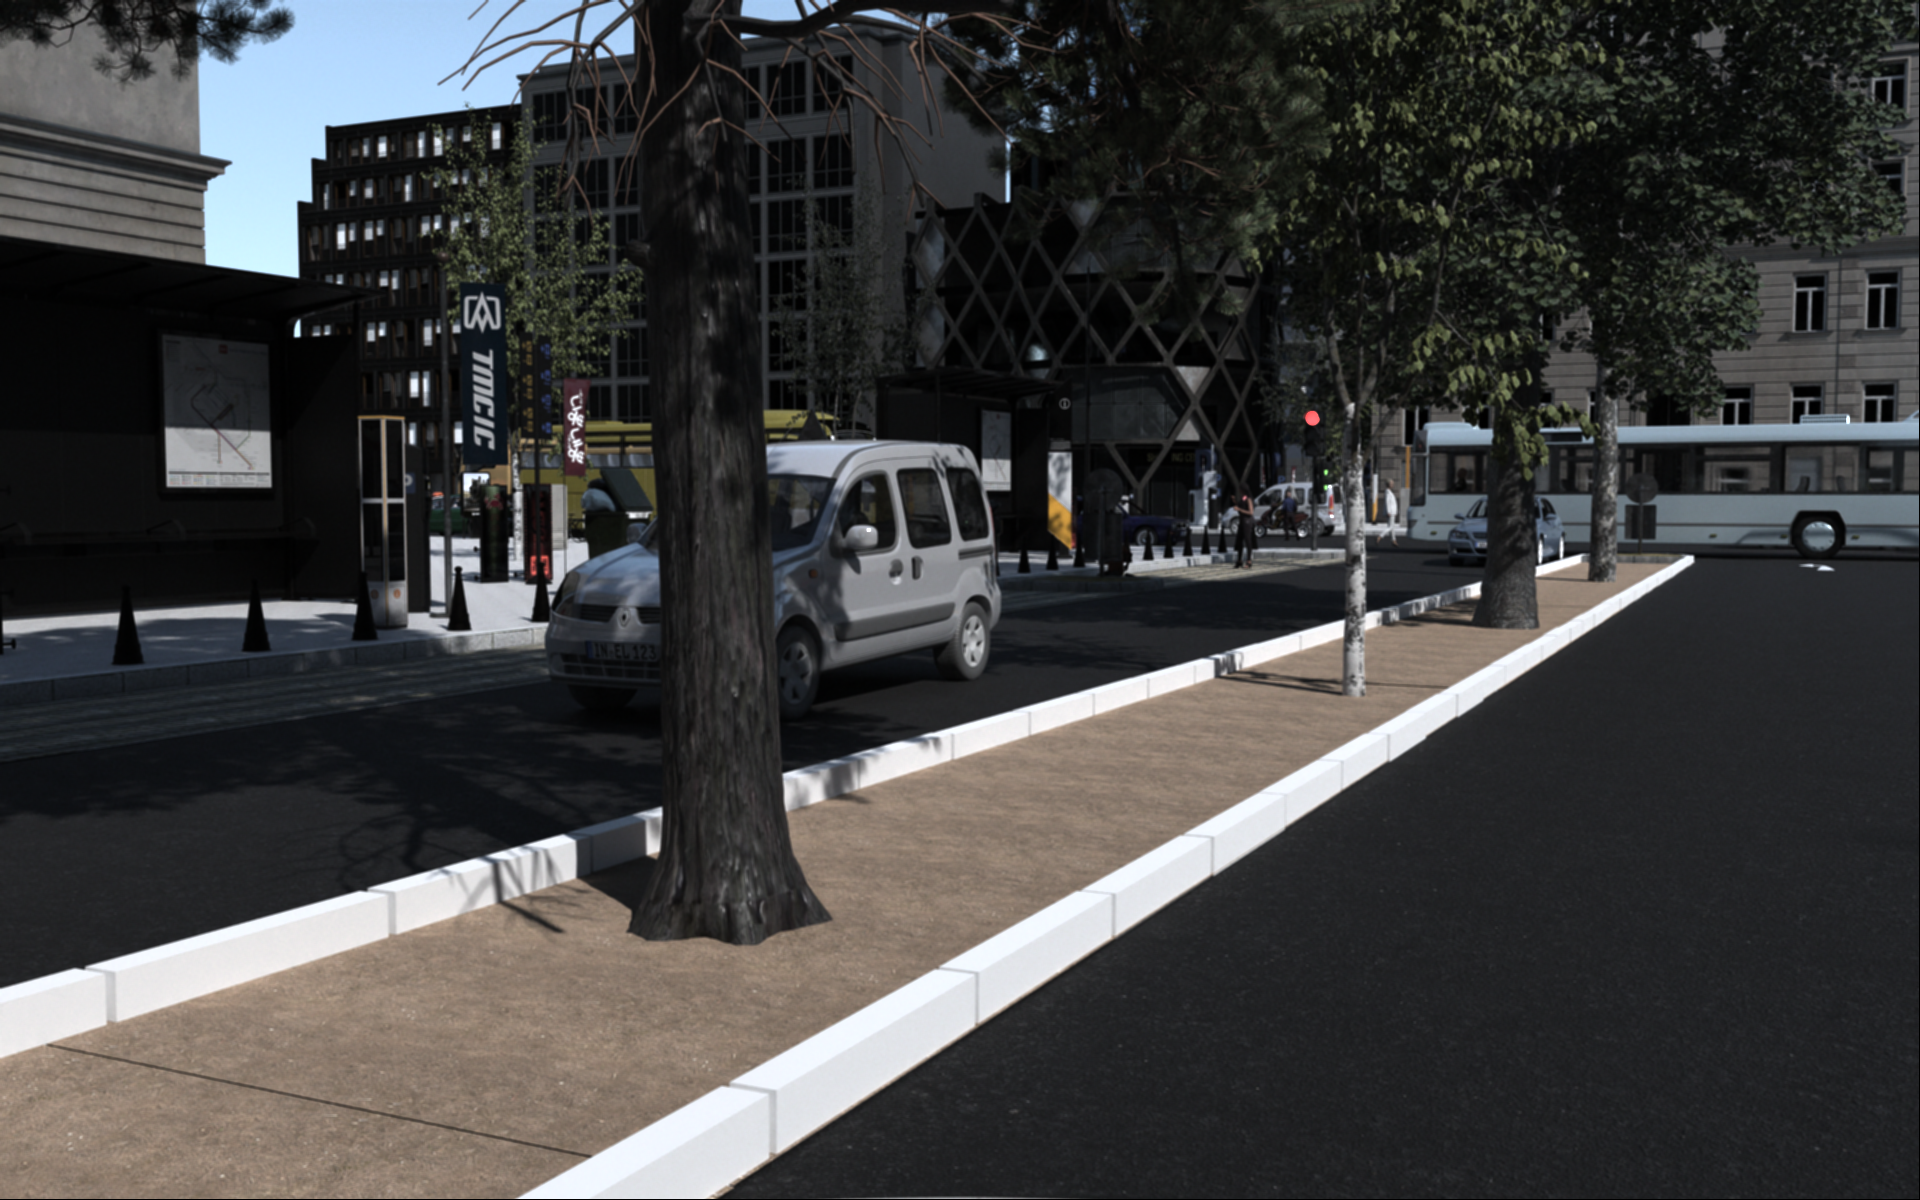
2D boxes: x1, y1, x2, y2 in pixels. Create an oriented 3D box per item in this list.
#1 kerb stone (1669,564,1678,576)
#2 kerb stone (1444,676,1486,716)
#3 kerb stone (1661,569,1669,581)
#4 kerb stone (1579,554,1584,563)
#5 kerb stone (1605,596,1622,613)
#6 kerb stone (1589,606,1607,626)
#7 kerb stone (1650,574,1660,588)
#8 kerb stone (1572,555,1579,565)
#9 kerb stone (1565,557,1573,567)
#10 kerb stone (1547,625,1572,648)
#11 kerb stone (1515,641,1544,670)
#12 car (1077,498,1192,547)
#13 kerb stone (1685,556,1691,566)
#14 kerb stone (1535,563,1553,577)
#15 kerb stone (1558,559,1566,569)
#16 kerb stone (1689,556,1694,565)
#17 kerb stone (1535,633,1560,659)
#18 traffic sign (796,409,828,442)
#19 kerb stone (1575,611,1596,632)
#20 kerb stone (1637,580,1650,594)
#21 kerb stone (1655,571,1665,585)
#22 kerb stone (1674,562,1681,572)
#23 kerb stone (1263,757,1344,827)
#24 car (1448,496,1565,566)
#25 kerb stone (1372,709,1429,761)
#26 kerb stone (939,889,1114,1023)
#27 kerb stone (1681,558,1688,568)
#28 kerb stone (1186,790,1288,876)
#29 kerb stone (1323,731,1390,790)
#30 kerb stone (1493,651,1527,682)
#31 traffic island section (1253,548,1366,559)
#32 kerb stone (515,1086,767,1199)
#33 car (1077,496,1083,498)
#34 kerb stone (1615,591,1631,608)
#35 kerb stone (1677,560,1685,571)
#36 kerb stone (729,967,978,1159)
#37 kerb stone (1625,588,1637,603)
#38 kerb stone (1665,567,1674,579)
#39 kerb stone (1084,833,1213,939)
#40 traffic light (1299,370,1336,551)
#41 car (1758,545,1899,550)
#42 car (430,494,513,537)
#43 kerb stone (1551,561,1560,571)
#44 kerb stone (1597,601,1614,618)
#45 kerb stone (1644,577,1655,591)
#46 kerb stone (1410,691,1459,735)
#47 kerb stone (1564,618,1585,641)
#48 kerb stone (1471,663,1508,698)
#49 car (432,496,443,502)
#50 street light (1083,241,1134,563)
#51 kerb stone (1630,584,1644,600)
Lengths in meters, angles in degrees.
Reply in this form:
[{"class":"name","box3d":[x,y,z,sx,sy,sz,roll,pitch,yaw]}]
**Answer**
[{"class":"kerb stone","box3d":[12.350,-0.485,30.132,0.120,0.150,1.000,2,4,26]},{"class":"kerb stone","box3d":[3.360,0.649,11.587,0.120,0.150,1.000,2,4,26]},{"class":"kerb stone","box3d":[11.439,-0.372,28.270,0.120,0.150,1.000,2,4,26]},{"class":"kerb stone","box3d":[12.681,-0.823,35.667,0.120,0.150,1.000,2,4,26]},{"class":"kerb stone","box3d":[7.836,0.082,20.858,0.120,0.150,1.000,2,4,26]},{"class":"kerb stone","box3d":[6.948,0.197,18.989,0.120,0.150,1.000,2,4,26]},{"class":"kerb stone","box3d":[10.539,-0.259,26.422,0.120,0.150,1.000,2,4,26]},{"class":"kerb stone","box3d":[12.245,-0.767,34.739,0.120,0.150,1.000,2,4,26]},{"class":"kerb stone","box3d":[11.795,-0.710,33.807,0.120,0.150,1.000,2,4,26]},{"class":"kerb stone","box3d":[5.589,0.365,16.220,0.120,0.150,1.000,2,4,26]},{"class":"kerb stone","box3d":[4.695,0.479,14.364,0.120,0.150,1.000,2,4,26]},{"class":"car","box3d":[3.989,-1.984,45.025,3.894,1.354,1.945,2,4,26]},{"class":"kerb stone","box3d":[14.134,-0.712,33.837,0.120,0.150,1.000,2,4,26]},{"class":"kerb stone","box3d":[10.443,-0.540,31.026,0.120,0.150,1.000,2,4,26]},{"class":"kerb stone","box3d":[11.339,-0.653,32.878,0.120,0.150,1.000,2,4,26]},{"class":"kerb stone","box3d":[14.592,-0.766,34.761,0.120,0.150,1.000,2,4,26]},{"class":"kerb stone","box3d":[5.145,0.428,15.286,0.120,0.150,1.000,2,4,26]},{"class":"traffic sign","box3d":[-2.271,-1.618,26.459,0.884,2.594,0.081,2,4,32]},{"class":"kerb stone","box3d":[6.492,0.252,18.068,0.120,0.150,1.000,2,4,26]},{"class":"kerb stone","box3d":[9.642,-0.144,24.570,0.120,0.150,1.000,2,4,26]},{"class":"kerb stone","box3d":[10.991,-0.315,27.342,0.120,0.150,1.000,2,4,26]},{"class":"kerb stone","box3d":[12.793,-0.534,31.056,0.120,0.150,1.000,2,4,26]},{"class":"kerb stone","box3d":[1.560,0.877,7.894,0.120,0.150,1.000,2,4,26]},{"class":"car","box3d":[11.255,-1.437,35.492,2.014,1.417,4.499,2,4,27]},{"class":"kerb stone","box3d":[2.463,0.762,9.734,0.120,0.150,1.000,2,4,26]},{"class":"kerb stone","box3d":[0.214,1.044,5.128,0.120,0.150,1.000,2,4,26]},{"class":"kerb stone","box3d":[13.691,-0.655,32.911,0.120,0.150,1.000,2,4,26]},{"class":"kerb stone","box3d":[1.116,0.932,6.969,0.120,0.150,1.000,2,4,26]},{"class":"kerb stone","box3d":[2.007,0.819,8.816,0.120,0.150,1.000,2,4,26]},{"class":"kerb stone","box3d":[4.249,0.535,13.441,0.120,0.150,1.000,2,4,26]},{"class":"traffic island section","box3d":[7.995,-1.036,39.217,2.009,0.180,2.903,2,4,26]},{"class":"kerb stone","box3d":[-0.680,1.157,3.283,0.120,0.150,1.000,2,4,26]},{"class":"car","box3d":[3.051,-2.929,59.899,4.499,1.417,2.014,2,4,25]},{"class":"kerb stone","box3d":[8.296,0.025,21.790,0.120,0.150,1.000,2,4,26]},{"class":"kerb stone","box3d":[13.244,-0.599,31.985,0.120,0.150,1.000,2,4,26]},{"class":"kerb stone","box3d":[-0.231,1.100,4.205,0.120,0.150,1.000,2,4,26]},{"class":"kerb stone","box3d":[8.746,-0.029,22.722,0.120,0.150,1.000,2,4,26]},{"class":"kerb stone","box3d":[11.891,-0.426,29.197,0.120,0.150,1.000,2,4,26]},{"class":"kerb stone","box3d":[0.665,0.990,6.048,0.120,0.150,1.000,2,4,26]},{"class":"traffic light","box3d":[8.026,-3.067,39.066,0.839,4.253,0.868,2,4,26]},{"class":"car","box3d":[22.795,-2.017,45.341,4.827,1.381,2.083,2,4,25]},{"class":"car","box3d":[-16.426,-2.776,57.178,4.920,1.459,2.131,2,4,27]},{"class":"kerb stone","box3d":[10.893,-0.597,31.955,0.120,0.150,1.000,2,4,26]},{"class":"kerb stone","box3d":[7.386,0.143,19.924,0.120,0.150,1.000,2,4,26]},{"class":"kerb stone","box3d":[10.094,-0.200,25.493,0.120,0.150,1.000,2,4,26]},{"class":"kerb stone","box3d":[2.905,0.706,10.666,0.120,0.150,1.000,2,4,26]},{"class":"kerb stone","box3d":[6.044,0.316,17.146,0.120,0.150,1.000,2,4,26]},{"class":"kerb stone","box3d":[3.802,0.596,12.519,0.120,0.150,1.000,2,4,26]},{"class":"car","box3d":[-20.494,-3.594,71.116,4.827,1.381,2.083,2,4,25]},{"class":"street light","box3d":[2.856,-3.627,31.847,1.470,5.913,1.316,2,4,26]},{"class":"kerb stone","box3d":[9.197,-0.089,23.643,0.120,0.150,1.000,2,4,26]}]
